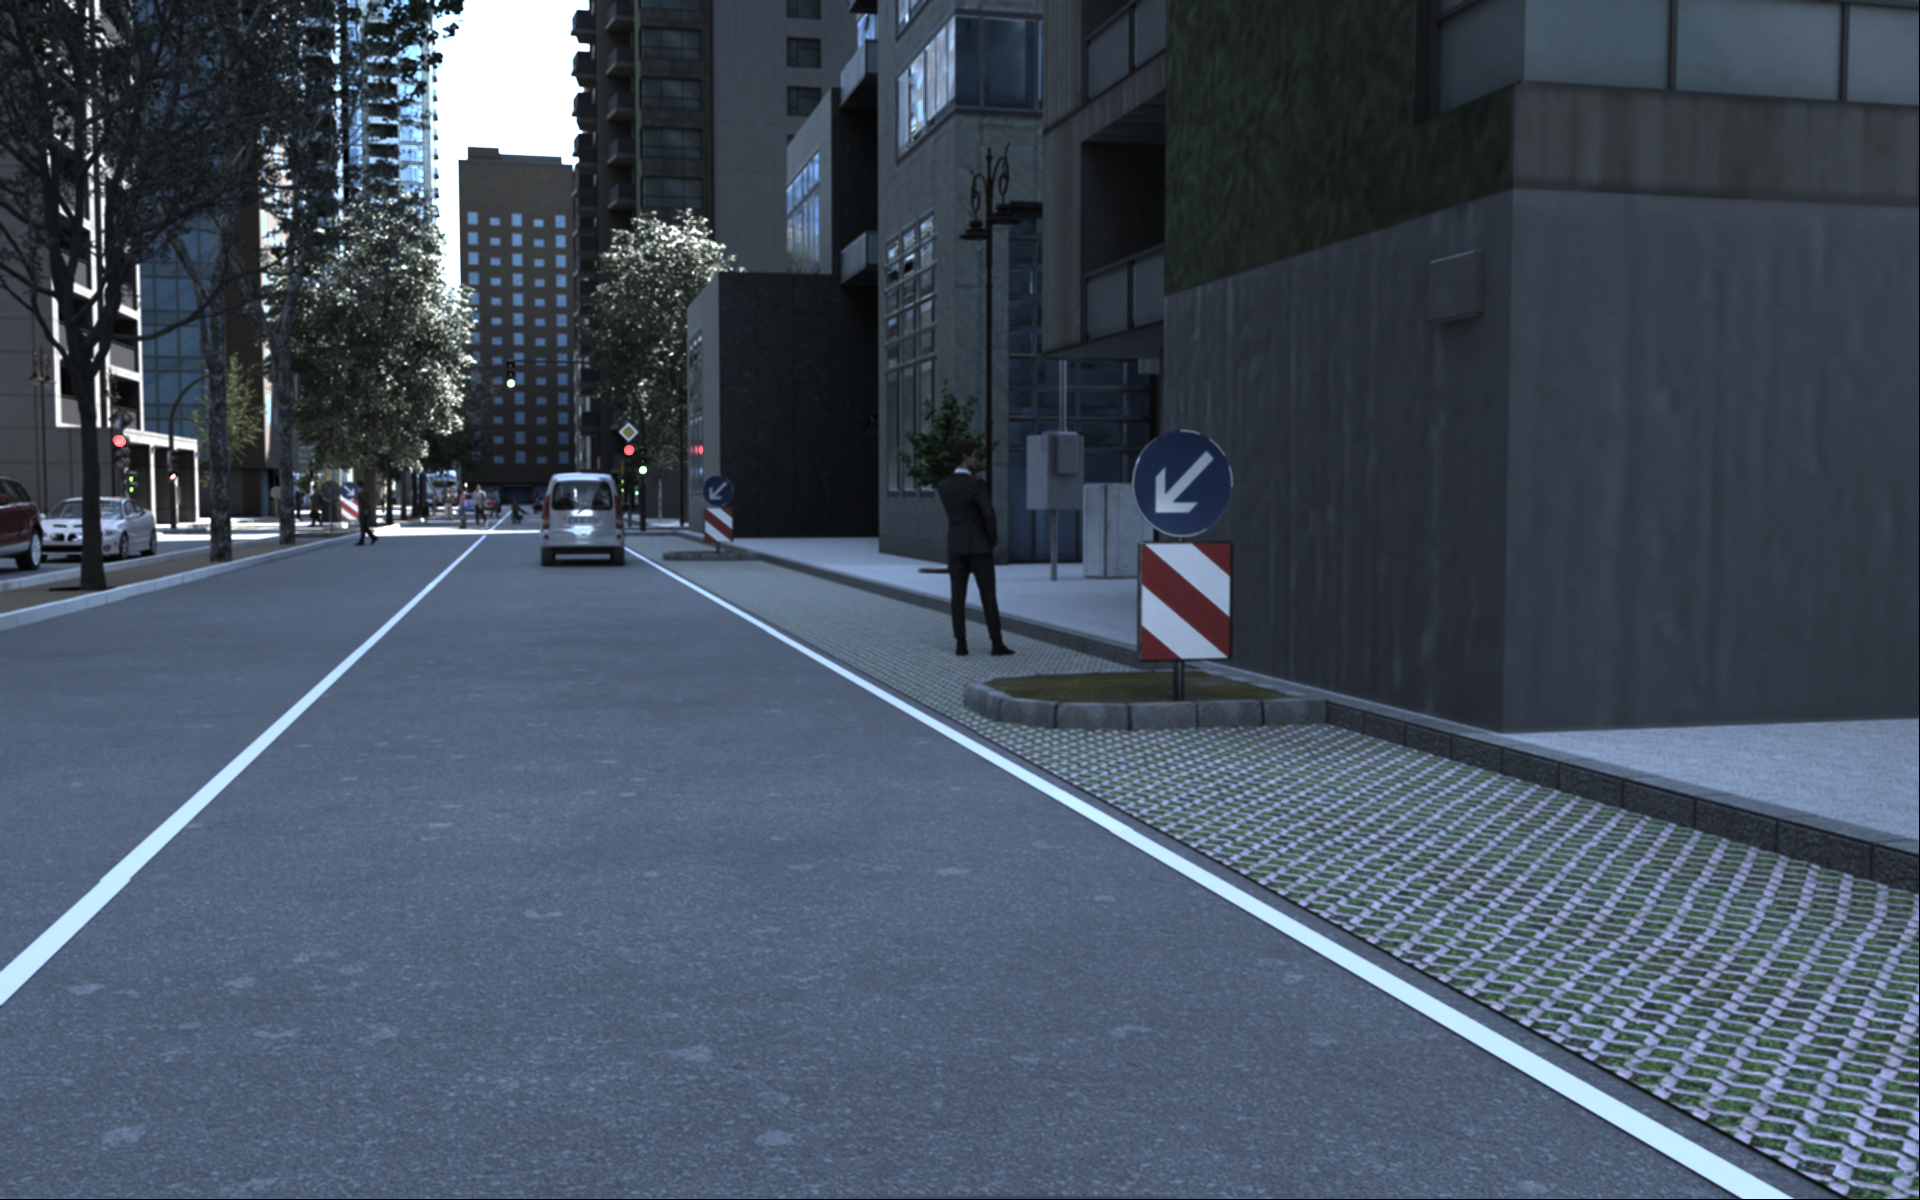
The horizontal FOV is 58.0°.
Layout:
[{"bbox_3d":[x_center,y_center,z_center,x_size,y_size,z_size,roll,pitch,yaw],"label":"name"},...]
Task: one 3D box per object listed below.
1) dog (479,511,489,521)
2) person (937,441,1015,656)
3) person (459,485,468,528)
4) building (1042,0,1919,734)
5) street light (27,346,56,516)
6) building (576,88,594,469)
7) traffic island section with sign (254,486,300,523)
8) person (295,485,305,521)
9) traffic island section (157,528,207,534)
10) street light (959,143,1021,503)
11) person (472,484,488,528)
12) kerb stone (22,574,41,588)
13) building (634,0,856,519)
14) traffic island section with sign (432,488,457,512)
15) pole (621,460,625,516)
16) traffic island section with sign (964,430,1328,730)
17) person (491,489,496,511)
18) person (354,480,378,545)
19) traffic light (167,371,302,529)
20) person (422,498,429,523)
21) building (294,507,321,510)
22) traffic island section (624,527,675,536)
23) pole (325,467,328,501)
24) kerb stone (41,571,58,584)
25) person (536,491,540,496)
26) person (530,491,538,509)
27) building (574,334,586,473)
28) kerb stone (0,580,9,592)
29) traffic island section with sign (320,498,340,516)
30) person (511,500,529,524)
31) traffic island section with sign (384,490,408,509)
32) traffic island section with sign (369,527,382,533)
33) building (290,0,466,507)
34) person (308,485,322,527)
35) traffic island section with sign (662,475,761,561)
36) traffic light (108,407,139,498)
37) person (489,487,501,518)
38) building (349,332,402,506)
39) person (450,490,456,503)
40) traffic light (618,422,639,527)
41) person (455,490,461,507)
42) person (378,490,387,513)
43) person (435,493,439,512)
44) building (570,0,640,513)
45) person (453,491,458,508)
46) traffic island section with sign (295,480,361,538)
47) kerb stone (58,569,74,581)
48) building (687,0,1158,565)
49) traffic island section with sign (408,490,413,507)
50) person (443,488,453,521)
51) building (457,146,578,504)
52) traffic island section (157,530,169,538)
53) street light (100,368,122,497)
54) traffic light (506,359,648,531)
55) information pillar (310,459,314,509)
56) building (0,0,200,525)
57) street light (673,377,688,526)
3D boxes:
[{"bbox_3d":[-25.824,-4.555,93.768,0.406,0.507,0.540,1,4,10],"label":"dog"},{"bbox_3d":[0.121,-0.460,15.381,0.648,1.900,0.474,2,4,30],"label":"person"},{"bbox_3d":[-20.754,-3.902,72.315,0.388,1.821,0.555,-1,4,-21],"label":"person"},{"bbox_3d":[8.062,-20.350,16.321,14.154,41.232,14.086,-1,4,-14],"label":"building"},{"bbox_3d":[-28.741,-4.989,54.355,0.468,5.910,1.993,-1,4,-14],"label":"street light"},{"bbox_3d":[-32.021,-32.475,181.084,14.600,45.320,14.200,-1,4,-14],"label":"building"},{"bbox_3d":[-34.597,-4.840,87.766,1.989,1.847,2.006,-1,4,-14],"label":"traffic island section with sign"},{"bbox_3d":[-35.224,-5.175,92.472,0.474,1.900,0.648,-1,4,-9],"label":"person"},{"bbox_3d":[-28.937,-2.533,63.695,2.009,0.180,2.903,-1,4,-14],"label":"traffic island section"},{"bbox_3d":[0.390,-3.088,23.271,0.468,5.910,1.993,-1,4,-14],"label":"street light"},{"bbox_3d":[-20.510,-4.015,73.995,0.661,1.843,0.795,0,4,7],"label":"person"},{"bbox_3d":[-14.373,-0.263,26.628,0.120,0.150,1.000,-1,4,-14],"label":"kerb stone"},{"bbox_3d":[-11.191,-19.925,97.481,14.160,30.474,14.107,-1,4,-14],"label":"building"},{"bbox_3d":[-40.920,-7.930,137.790,2.006,1.907,1.989,-1,4,-14],"label":"traffic island section with sign"},{"bbox_3d":[-19.926,-6.632,102.281,0.158,3.312,0.155,0,3,0],"label":"pole"},{"bbox_3d":[1.092,-0.171,11.422,1.989,1.847,2.006,-1,4,-14],"label":"traffic island section with sign"},{"bbox_3d":[-38.465,-8.212,142.852,1.350,1.814,0.705,2,4,35],"label":"person"},{"bbox_3d":[-16.743,-2.463,48.673,0.656,1.842,0.836,2,4,33],"label":"person"},{"bbox_3d":[-26.886,-5.470,64.105,4.771,5.953,1.251,-1,4,-14],"label":"traffic light"},{"bbox_3d":[-26.207,-4.387,84.901,0.362,1.253,0.373,0,4,4],"label":"person"},{"bbox_3d":[-63.527,-51.007,146.630,22.319,86.520,31.000,-1,4,-14],"label":"building"},{"bbox_3d":[-10.955,-2.302,59.914,2.009,0.180,2.903,-1,4,-14],"label":"traffic island section"},{"bbox_3d":[-45.938,-8.058,125.598,0.158,3.312,0.155,0,3,0],"label":"pole"},{"bbox_3d":[-14.629,-0.332,27.629,0.120,0.150,1.000,-1,4,-14],"label":"kerb stone"},{"bbox_3d":[-51.979,-12.486,212.660,1.348,1.822,0.705,-2,4,-24],"label":"person"},{"bbox_3d":[-40.050,-9.434,163.306,0.990,1.755,0.434,-1,4,-16],"label":"person"},{"bbox_3d":[-30.956,-21.973,204.293,27.650,21.520,28.899,-1,4,-14],"label":"building"},{"bbox_3d":[-14.137,-0.201,25.633,0.120,0.150,1.000,-1,4,-14],"label":"kerb stone"},{"bbox_3d":[-41.155,-6.456,114.176,1.989,1.847,2.006,-1,4,-14],"label":"traffic island section with sign"},{"bbox_3d":[-20.993,-4.185,82.424,1.012,1.151,0.738,-3,5,-39],"label":"person"},{"bbox_3d":[-53.166,-9.414,162.544,1.989,1.847,2.006,-1,4,-14],"label":"traffic island section with sign"},{"bbox_3d":[-22.792,-3.470,64.863,2.006,1.907,1.989,-1,4,-14],"label":"traffic island section with sign"},{"bbox_3d":[-80.953,-55.751,224.204,31.000,86.520,22.319,-1,4,-14],"label":"building"},{"bbox_3d":[-28.225,-4.125,75.910,0.622,1.834,0.822,3,5,40],"label":"person"},{"bbox_3d":[-5.461,-1.782,37.770,1.989,1.847,2.006,-1,4,-14],"label":"traffic island section with sign"},{"bbox_3d":[-26.970,-4.092,55.820,0.839,4.253,0.868,-1,4,-14],"label":"traffic light"},{"bbox_3d":[-27.725,-5.800,103.195,0.748,1.841,0.638,-2,4,-25],"label":"person"},{"bbox_3d":[-78.347,-21.271,192.826,28.899,21.520,27.650,-1,4,-14],"label":"building"},{"bbox_3d":[-50.154,-9.908,170.505,1.348,1.823,0.705,2,4,33],"label":"person"},{"bbox_3d":[-12.922,-4.809,67.540,0.839,4.253,0.868,-1,4,-14],"label":"traffic light"},{"bbox_3d":[-42.496,-8.410,146.682,0.721,1.739,1.217,-2,4,-35],"label":"person"},{"bbox_3d":[-43.249,-7.385,129.637,0.661,1.777,0.834,0,4,4],"label":"person"},{"bbox_3d":[-40.553,-7.517,133.991,0.523,1.515,0.503,-1,4,-13],"label":"person"},{"bbox_3d":[-17.304,-28.984,128.514,22.147,44.769,28.867,-1,4,-14],"label":"building"},{"bbox_3d":[-53.708,-10.720,184.478,1.217,1.736,0.721,1,4,17],"label":"person"},{"bbox_3d":[-21.015,-3.030,57.671,2.006,1.907,1.989,-1,4,-14],"label":"traffic island section with sign"},{"bbox_3d":[-14.874,-0.393,28.624,0.120,0.150,1.000,-1,4,-14],"label":"kerb stone"},{"bbox_3d":[5.074,-44.828,45.608,22.319,86.520,31.000,-1,4,-14],"label":"building"},{"bbox_3d":[-59.677,-11.014,188.704,1.989,1.847,2.006,-1,4,-14],"label":"traffic island section with sign"},{"bbox_3d":[-27.198,-5.078,92.069,0.519,1.759,0.362,-3,4,-36],"label":"person"},{"bbox_3d":[-57.863,-35.289,227.085,14.200,45.320,14.600,-1,4,-14],"label":"building"},{"bbox_3d":[-27.011,-2.059,55.944,2.009,0.180,2.903,-1,4,-14],"label":"traffic island section"},{"bbox_3d":[-30.982,-5.536,63.306,0.468,5.910,1.993,-1,4,-14],"label":"street light"},{"bbox_3d":[-13.006,-5.167,59.149,4.771,5.953,1.251,-1,4,-14],"label":"traffic light"},{"bbox_3d":[-43.625,-7.660,116.602,0.183,3.616,0.504,0,4,-2],"label":"information pillar"},{"bbox_3d":[-43.113,-38.584,69.109,20.563,71.187,20.611,-1,4,-14],"label":"building"},{"bbox_3d":[-11.032,-5.857,68.549,0.468,5.910,1.993,-1,4,-14],"label":"street light"}]
